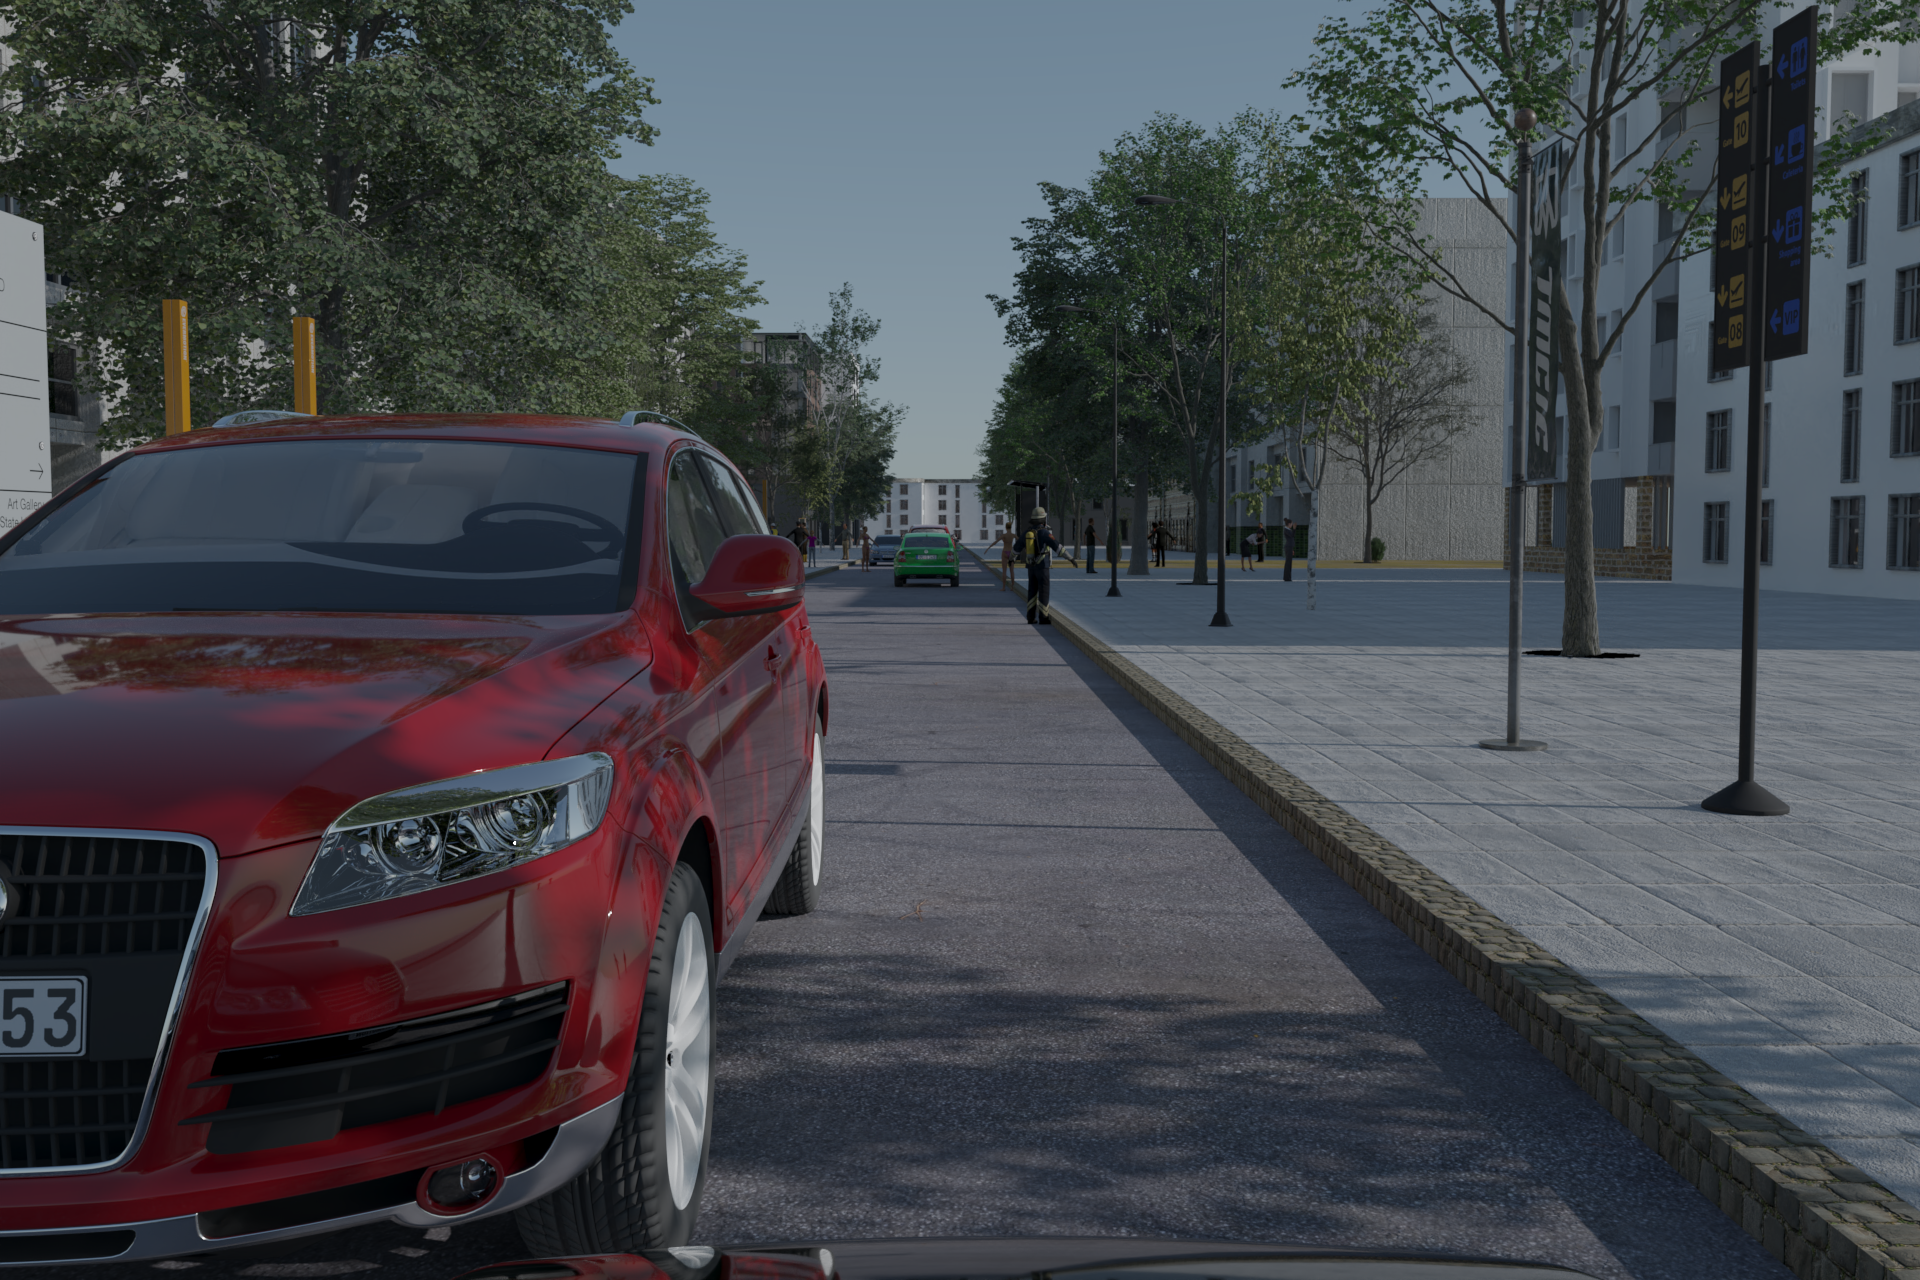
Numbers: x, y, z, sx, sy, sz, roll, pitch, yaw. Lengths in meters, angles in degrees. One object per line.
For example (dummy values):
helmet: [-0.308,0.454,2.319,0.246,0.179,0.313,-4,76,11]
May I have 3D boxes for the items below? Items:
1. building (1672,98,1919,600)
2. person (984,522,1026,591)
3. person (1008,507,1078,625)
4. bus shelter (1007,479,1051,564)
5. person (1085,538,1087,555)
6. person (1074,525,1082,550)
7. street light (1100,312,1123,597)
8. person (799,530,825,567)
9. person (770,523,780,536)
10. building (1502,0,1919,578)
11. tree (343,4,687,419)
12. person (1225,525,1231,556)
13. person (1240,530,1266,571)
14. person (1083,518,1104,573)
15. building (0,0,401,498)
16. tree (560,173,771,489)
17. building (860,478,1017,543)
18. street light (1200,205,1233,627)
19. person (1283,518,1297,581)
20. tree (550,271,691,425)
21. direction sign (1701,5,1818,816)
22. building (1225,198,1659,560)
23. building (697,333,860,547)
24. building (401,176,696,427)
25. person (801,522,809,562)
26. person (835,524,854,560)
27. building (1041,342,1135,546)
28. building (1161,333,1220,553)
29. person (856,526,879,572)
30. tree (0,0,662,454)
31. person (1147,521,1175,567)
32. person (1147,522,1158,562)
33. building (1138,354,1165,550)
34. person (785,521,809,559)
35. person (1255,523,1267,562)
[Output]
building: [22.982,-5.436,31.025,9.099,9.664,28.070,0,3,0]
person: [1.184,-2.100,43.599,1.217,1.733,0.721,-1,4,-21]
person: [1.264,-1.179,27.510,1.354,1.856,0.705,3,5,39]
bus shelter: [3.094,-5.285,77.690,1.731,3.624,6.357,0,4,0]
person: [7.794,-6.026,104.705,0.705,1.806,1.347,1,4,21]
person: [6.744,-5.698,99.289,0.704,1.817,1.347,1,4,15]
street light: [3.701,-3.842,35.366,1.470,5.913,1.316,0,4,-1]
person: [-5.726,-3.529,66.965,0.991,1.433,0.599,0,4,-7]
person: [-9.535,-5.032,88.249,0.705,1.833,1.349,2,4,31]
building: [24.279,-12.408,59.291,16.016,20.090,11.380,0,4,-1]
tree: [-9.651,-7.285,37.229,7.486,12.596,7.792,0,3,0]
person: [15.743,-5.862,101.976,0.705,1.813,1.348,0,4,-2]
person: [10.028,-3.073,59.473,0.799,1.438,0.628,-1,4,-11]
person: [4.296,-3.074,56.477,0.705,1.803,1.348,-1,4,-22]
building: [-29.140,-11.213,49.786,16.747,18.905,31.486,0,4,-1]
tree: [-9.655,-8.386,55.231,7.486,12.596,7.792,0,3,0]
building: [-5.282,-19.286,259.925,28.070,9.664,9.099,0,4,4]
street light: [4.171,-3.142,23.920,1.470,5.913,1.316,0,4,-1]
person: [8.976,-2.442,46.779,0.445,1.727,0.742,-2,4,-24]
tree: [-8.939,-5.900,46.828,4.360,8.622,3.978,0,3,0]
direction sign: [3.653,-0.976,7.952,0.379,3.537,0.876,0,4,0]
building: [25.811,-14.275,99.850,16.747,18.905,31.486,0,3,0]
building: [-26.049,-21.290,192.066,27.936,21.610,32.646,0,4,0]
building: [-26.119,-14.335,100.829,16.747,18.905,31.486,0,4,0]
person: [-7.096,-4.422,78.432,0.704,1.812,1.346,1,4,19]
person: [-5.689,-4.858,85.706,1.348,1.796,0.705,3,5,44]
building: [22.522,-21.823,200.773,27.936,21.610,32.646,0,4,-1]
building: [25.085,-18.008,125.363,19.493,23.208,18.063,0,3,0]
person: [-3.513,-3.440,65.497,0.721,1.733,1.217,3,5,40]
tree: [-8.848,-7.171,23.902,9.857,13.997,8.962,0,3,0]
person: [7.808,-3.750,67.491,1.347,1.806,0.705,-1,4,-18]
person: [8.842,-4.457,79.019,0.704,1.843,1.345,3,5,40]
building: [24.904,-19.131,143.717,19.493,23.208,18.063,0,3,0]
person: [-6.904,-4.162,73.980,1.347,1.837,0.705,-1,4,-10]
person: [13.595,-4.419,78.475,0.704,1.802,1.346,-1,4,-23]
